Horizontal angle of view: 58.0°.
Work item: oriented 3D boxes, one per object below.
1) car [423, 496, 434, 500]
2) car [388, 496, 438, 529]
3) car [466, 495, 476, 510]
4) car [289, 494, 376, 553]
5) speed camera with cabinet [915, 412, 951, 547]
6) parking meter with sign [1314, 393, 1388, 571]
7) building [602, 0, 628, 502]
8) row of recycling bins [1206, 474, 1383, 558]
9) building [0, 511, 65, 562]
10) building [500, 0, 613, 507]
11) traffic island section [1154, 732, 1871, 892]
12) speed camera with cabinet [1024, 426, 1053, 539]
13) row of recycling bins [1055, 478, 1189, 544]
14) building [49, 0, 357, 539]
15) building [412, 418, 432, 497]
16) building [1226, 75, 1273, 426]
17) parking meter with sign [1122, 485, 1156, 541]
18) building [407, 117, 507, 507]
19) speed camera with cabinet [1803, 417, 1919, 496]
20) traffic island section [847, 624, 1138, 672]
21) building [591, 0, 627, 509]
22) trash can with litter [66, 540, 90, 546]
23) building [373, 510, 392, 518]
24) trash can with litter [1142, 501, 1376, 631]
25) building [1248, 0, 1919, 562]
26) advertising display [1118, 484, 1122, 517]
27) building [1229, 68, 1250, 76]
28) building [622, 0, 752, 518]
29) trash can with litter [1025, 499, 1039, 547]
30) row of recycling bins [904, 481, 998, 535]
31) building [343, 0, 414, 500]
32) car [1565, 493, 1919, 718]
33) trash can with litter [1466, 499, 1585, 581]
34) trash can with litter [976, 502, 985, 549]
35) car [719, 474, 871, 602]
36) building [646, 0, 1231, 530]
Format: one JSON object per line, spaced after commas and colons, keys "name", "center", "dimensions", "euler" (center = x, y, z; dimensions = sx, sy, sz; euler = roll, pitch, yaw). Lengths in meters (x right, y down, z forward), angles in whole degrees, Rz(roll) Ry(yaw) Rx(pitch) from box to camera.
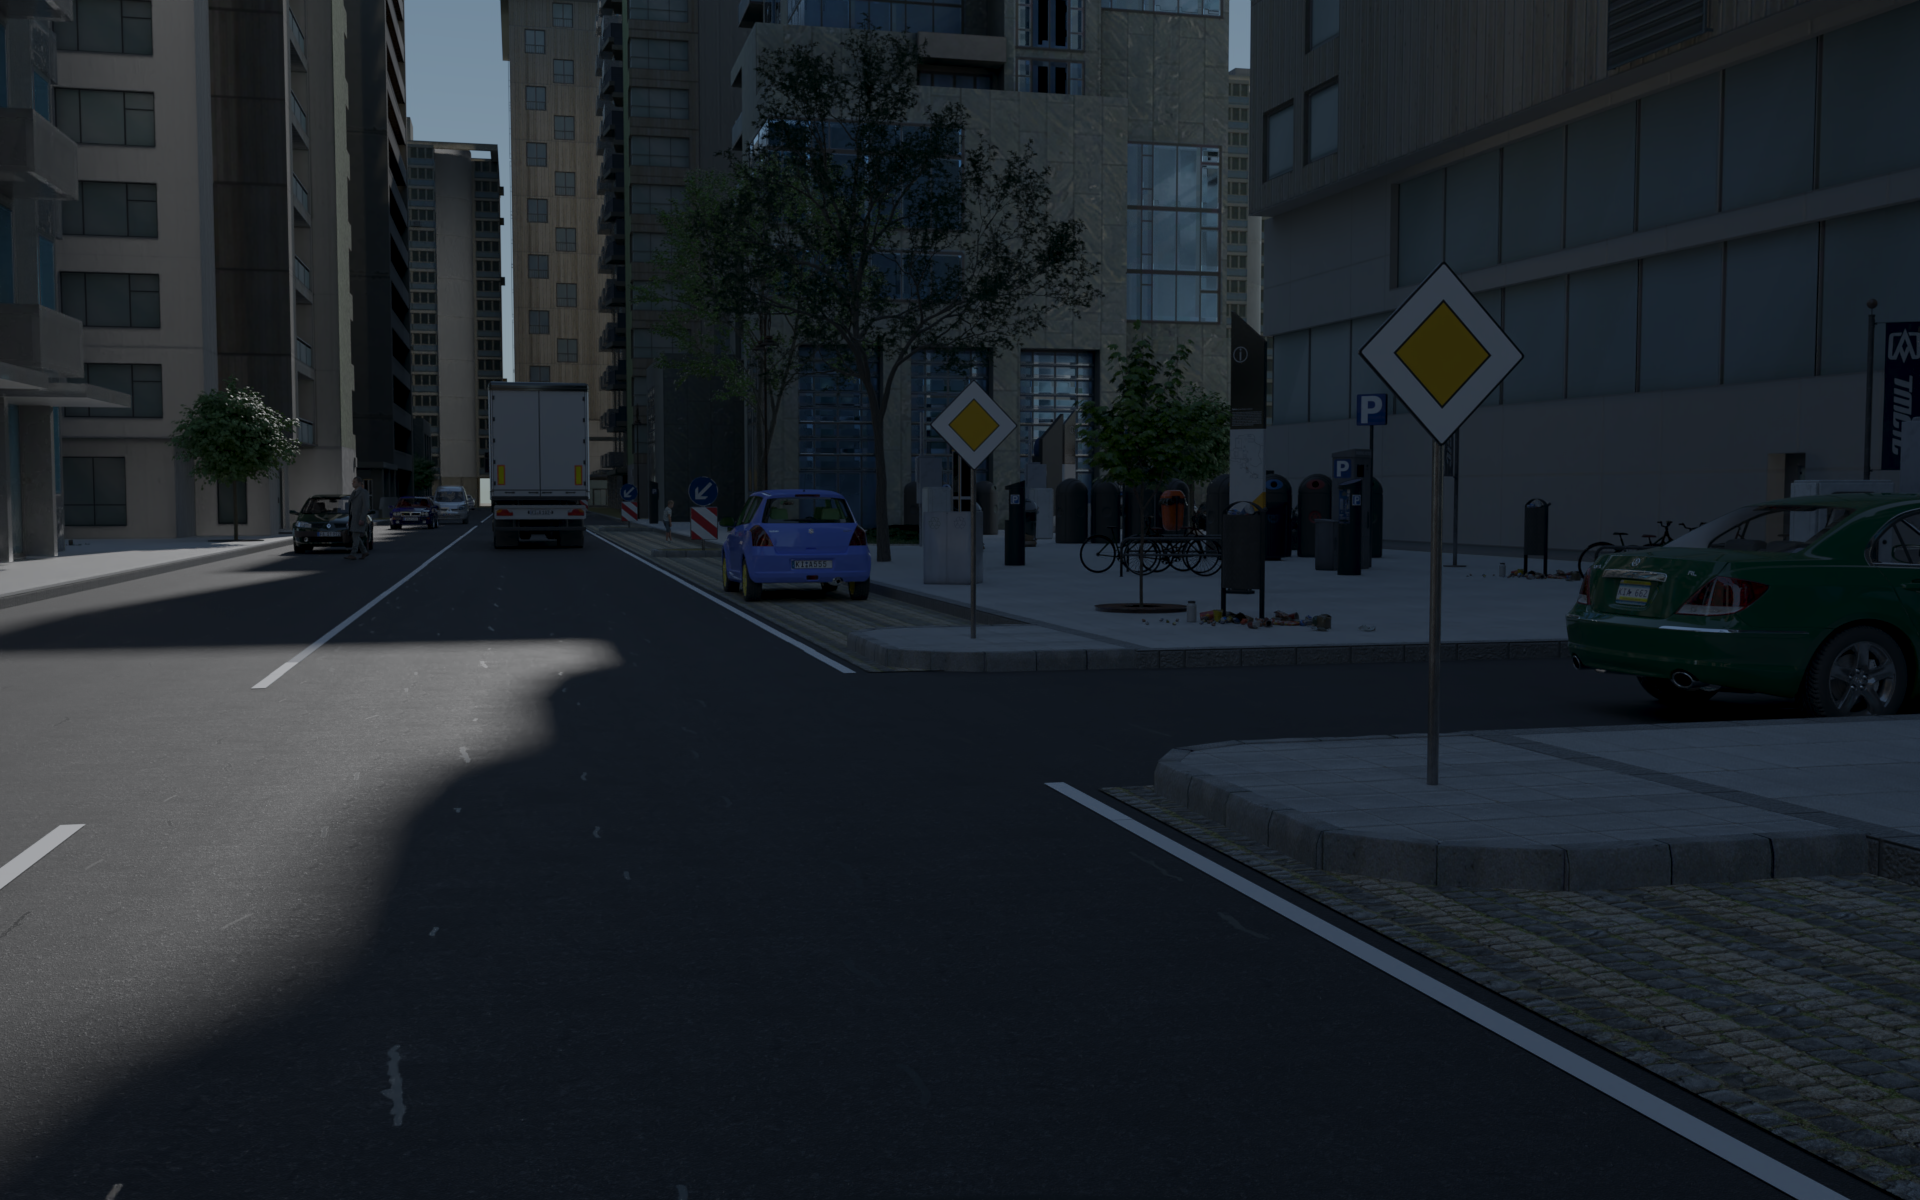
{"name": "car", "center": [-29.931, -5.245, 98.333], "dimensions": [1.945, 1.354, 3.894], "euler": [-1, 4, -13]}
{"name": "car", "center": [-22.610, -3.619, 71.750], "dimensions": [1.945, 1.354, 3.894], "euler": [-1, 4, -13]}
{"name": "car", "center": [-44.918, -8.834, 156.803], "dimensions": [2.083, 1.381, 4.827], "euler": [-1, 4, -16]}
{"name": "car", "center": [-15.598, -2.042, 43.176], "dimensions": [2.009, 1.686, 4.222], "euler": [-1, 4, -16]}
{"name": "speed camera with cabinet", "center": [-0.630, -2.879, 41.410], "dimensions": [0.660, 3.252, 2.038], "euler": [-1, 4, -9]}
{"name": "parking meter with sign", "center": [6.648, -2.036, 29.553], "dimensions": [0.543, 3.016, 1.738], "euler": [3, 4, 39]}
{"name": "building", "center": [-13.324, -28.526, 121.028], "dimensions": [22.147, 44.769, 28.867], "euler": [-1, 4, -14]}
{"name": "row of recycling bins", "center": [6.792, -1.724, 35.293], "dimensions": [3.534, 1.692, 1.069], "euler": [1, 4, 8]}
{"name": "building", "center": [-26.188, -24.649, 22.613], "dimensions": [23.786, 49.044, 30.456], "euler": [-1, 4, -14]}
{"name": "building", "center": [-34.314, -36.415, 184.618], "dimensions": [27.495, 52.752, 28.713], "euler": [-1, 4, -14]}
{"name": "traffic island section", "center": [2.105, 0.894, 7.668], "dimensions": [2.009, 0.180, 2.903], "euler": [-1, 4, -14]}
{"name": "speed camera with cabinet", "center": [2.289, -3.407, 50.044], "dimensions": [0.660, 3.252, 2.038], "euler": [0, 4, -5]}
{"name": "row of recycling bins", "center": [4.260, -2.332, 45.241], "dimensions": [3.534, 1.692, 1.069], "euler": [-1, 4, -9]}
{"name": "building", "center": [-27.171, -22.641, 53.775], "dimensions": [14.154, 41.232, 14.086], "euler": [-1, 4, -14]}
{"name": "building", "center": [-61.081, -50.785, 143.003], "dimensions": [31.000, 86.520, 22.319], "euler": [-1, 4, -14]}
{"name": "building", "center": [14.565, -28.481, 157.545], "dimensions": [23.993, 40.220, 32.217], "euler": [-1, 4, -14]}
{"name": "parking meter with sign", "center": [5.163, -3.094, 46.855], "dimensions": [1.738, 3.016, 0.543], "euler": [-1, 4, -22]}
{"name": "building", "center": [-59.692, -29.876, 180.349], "dimensions": [23.993, 40.220, 32.217], "euler": [-1, 4, -14]}
{"name": "speed camera with cabinet", "center": [10.954, -1.599, 20.486], "dimensions": [2.038, 3.252, 0.660], "euler": [0, 4, -5]}
{"name": "traffic island section", "center": [0.137, 0.420, 15.408], "dimensions": [2.009, 0.180, 2.903], "euler": [-1, 4, -14]}
{"name": "building", "center": [-19.712, -32.429, 149.824], "dimensions": [23.786, 49.044, 30.456], "euler": [-1, 4, -14]}
{"name": "trash can with litter", "center": [-22.682, -1.939, 42.756], "dimensions": [2.233, 1.210, 1.678], "euler": [-3, 4, -37]}
{"name": "building", "center": [-47.805, -24.530, 92.951], "dimensions": [32.217, 40.220, 23.993], "euler": [-1, 4, -14]}
{"name": "trash can with litter", "center": [2.982, -0.355, 16.857], "dimensions": [1.678, 1.210, 2.233], "euler": [-3, 5, -40]}
{"name": "building", "center": [23.481, -27.269, 35.083], "dimensions": [27.495, 52.752, 28.713], "euler": [-1, 4, -14]}
{"name": "advertising display", "center": [5.311, -2.964, 53.677], "dimensions": [0.974, 1.923, 0.123], "euler": [-1, 4, -20]}
{"name": "building", "center": [30.697, -29.830, 171.322], "dimensions": [14.086, 41.232, 14.154], "euler": [-1, 4, -14]}
{"name": "building", "center": [-12.230, -25.425, 99.297], "dimensions": [14.154, 41.232, 14.086], "euler": [-1, 4, -14]}
{"name": "trash can with litter", "center": [1.711, -1.892, 42.320], "dimensions": [0.624, 1.170, 1.055], "euler": [0, 4, -7]}
{"name": "row of recycling bins", "center": [-0.301, -2.846, 53.652], "dimensions": [3.534, 1.692, 1.069], "euler": [-3, 5, -41]}
{"name": "building", "center": [-48.851, -30.122, 116.202], "dimensions": [21.300, 48.544, 21.600], "euler": [-1, 4, -14]}
{"name": "car", "center": [6.506, 0.017, 11.528], "dimensions": [4.920, 1.459, 2.131], "euler": [-1, 4, -14]}
{"name": "trash can with litter", "center": [8.871, -0.928, 26.235], "dimensions": [1.678, 1.210, 2.233], "euler": [-1, 4, -17]}
{"name": "trash can with litter", "center": [0.315, -1.665, 38.612], "dimensions": [0.624, 1.170, 1.055], "euler": [-1, 4, -18]}
{"name": "car", "center": [-2.370, -0.903, 24.352], "dimensions": [1.945, 1.707, 3.694], "euler": [-1, 4, -14]}
{"name": "building", "center": [-1.499, -46.604, 74.654], "dimensions": [22.319, 86.520, 31.000], "euler": [-1, 4, -14]}
